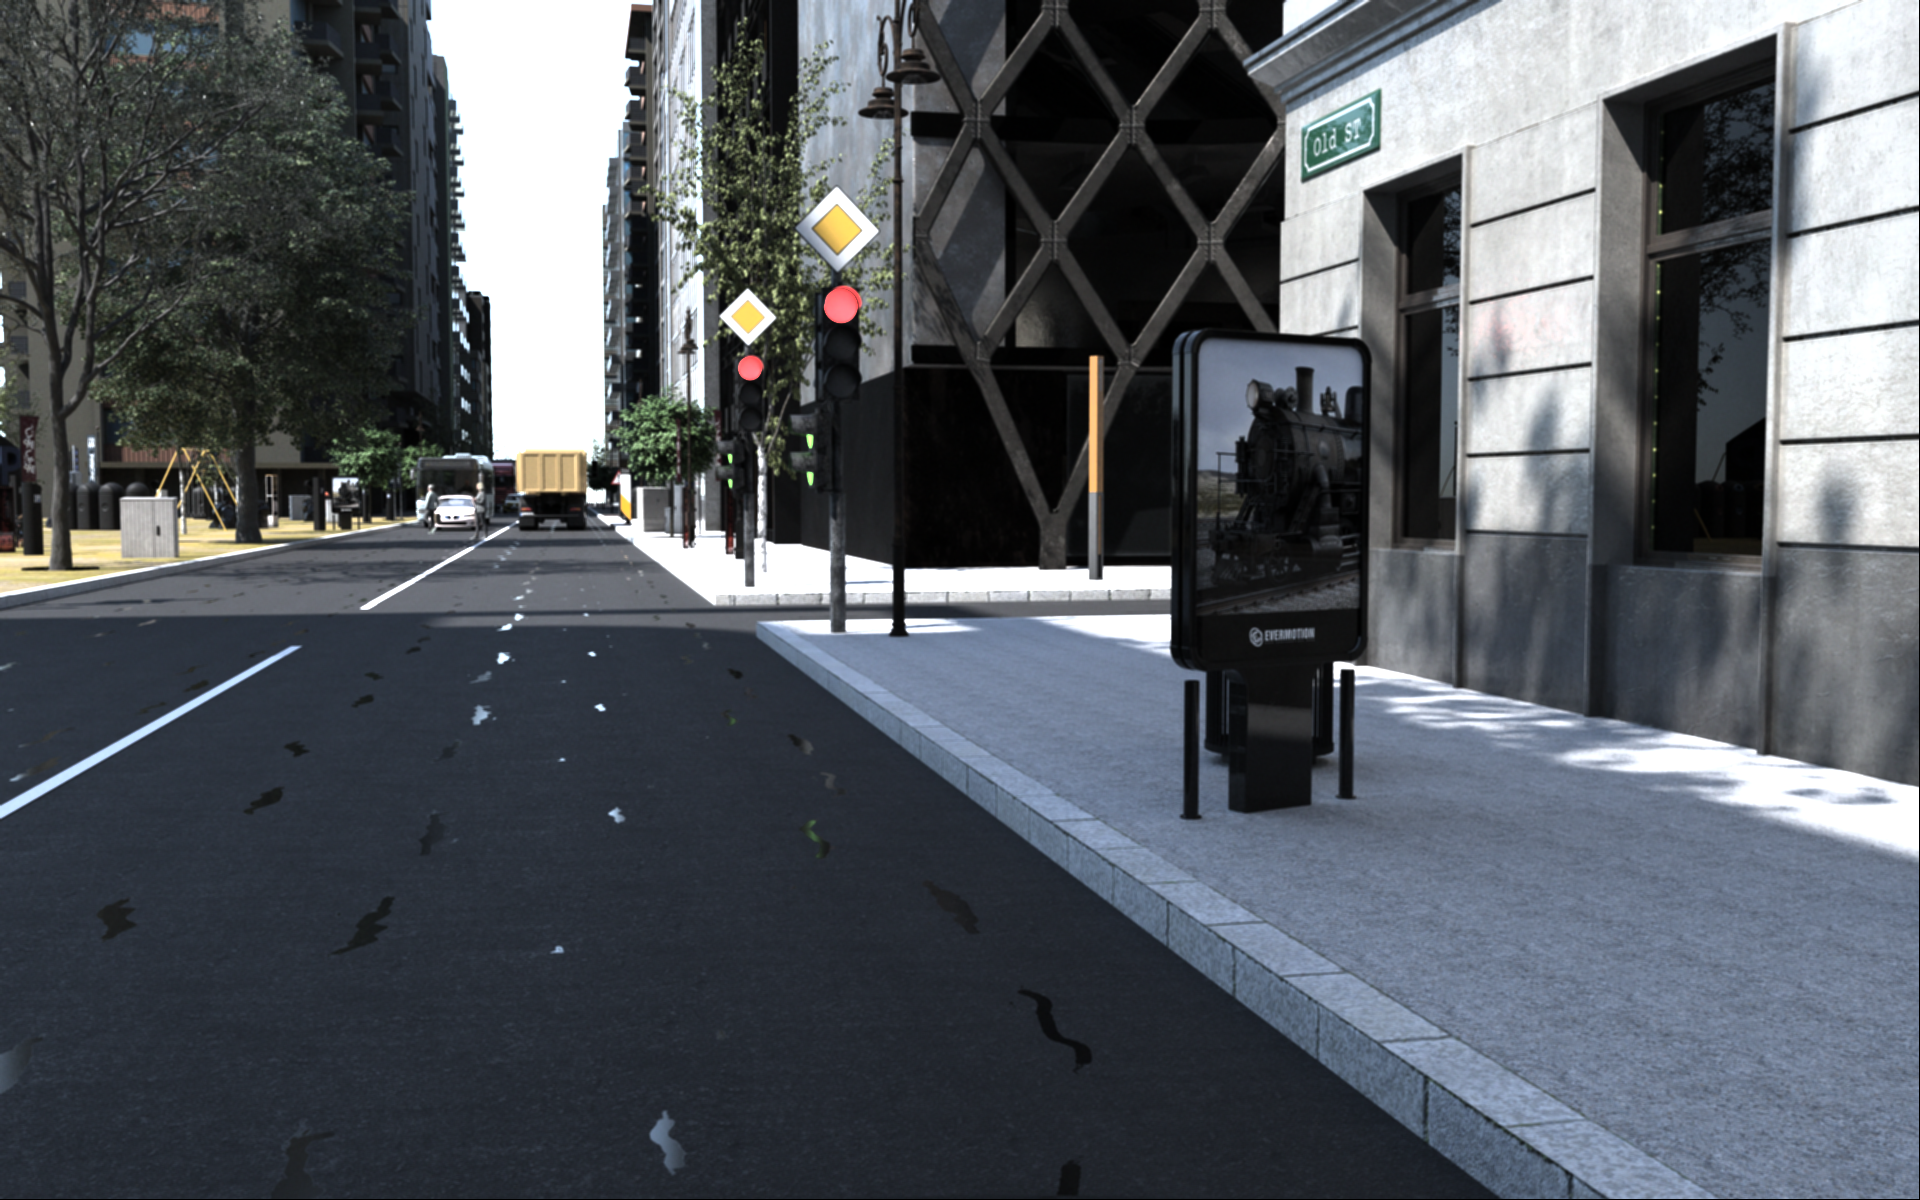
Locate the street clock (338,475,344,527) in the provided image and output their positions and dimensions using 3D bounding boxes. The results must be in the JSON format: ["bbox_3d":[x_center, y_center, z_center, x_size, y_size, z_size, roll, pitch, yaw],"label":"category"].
[{"bbox_3d":[-23.903,-3.813,66.906,0.471,2.002,0.358,1,4,23],"label":"street clock"}]

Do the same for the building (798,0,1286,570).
[{"bbox_3d":[6.038,-10.327,36.292,16.811,18.784,16.820,-1,4,-13],"label":"building"}]

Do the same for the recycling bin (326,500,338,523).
[{"bbox_3d":[-28.106,-3.995,77.872,0.722,1.027,0.722,-1,4,-17],"label":"recycling bin"}]

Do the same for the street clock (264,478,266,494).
[{"bbox_3d":[-30.049,-4.328,75.336,0.358,2.002,0.471,0,4,6],"label":"street clock"}]

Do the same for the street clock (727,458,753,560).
[{"bbox_3d":[-4.309,-1.795,33.918,0.471,2.002,0.358,0,4,3],"label":"street clock"}]

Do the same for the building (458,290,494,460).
[{"bbox_3d":[-72.596,-28.706,241.050,14.160,30.474,14.107,-1,4,-13],"label":"building"}]

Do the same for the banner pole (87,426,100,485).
[{"bbox_3d":[-32.114,-4.544,64.313,0.863,3.779,0.401,2,4,29],"label":"banner pole"}]

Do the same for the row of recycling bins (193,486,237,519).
[{"bbox_3d":[-38.460,-5.057,89.795,1.069,1.692,3.534,1,4,14],"label":"row of recycling bins"}]

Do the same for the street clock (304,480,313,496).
[{"bbox_3d":[-34.316,-5.304,91.287,0.358,2.002,0.471,1,4,19],"label":"street clock"}]

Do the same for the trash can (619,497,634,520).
[{"bbox_3d":[-16.258,-4.458,84.547,0.748,1.137,0.748,0,3,0],"label":"trash can"}]

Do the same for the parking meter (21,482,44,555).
[{"bbox_3d":[-19.531,-1.716,36.470,0.372,1.533,0.369,0,3,0],"label":"parking meter"}]

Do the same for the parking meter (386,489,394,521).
[{"bbox_3d":[-27.627,-4.618,83.912,0.372,1.533,0.369,0,3,0],"label":"parking meter"}]

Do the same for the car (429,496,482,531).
[{"bbox_3d":[-20.107,-3.469,69.084,2.083,1.381,4.827,-1,4,-13],"label":"car"}]

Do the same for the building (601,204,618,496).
[{"bbox_3d":[-43.804,-34.471,247.190,14.154,41.232,14.086,-1,4,-13],"label":"building"}]

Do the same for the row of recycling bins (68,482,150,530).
[{"bbox_3d":[-30.585,-3.346,61.825,3.534,1.692,1.069,1,4,10],"label":"row of recycling bins"}]

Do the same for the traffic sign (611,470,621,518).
[{"bbox_3d":[-18.644,-5.794,94.740,0.884,2.594,0.081,0,4,-5],"label":"traffic sign"}]

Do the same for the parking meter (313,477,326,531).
[{"bbox_3d":[-22.442,-3.362,60.676,0.255,1.863,0.399,1,4,14],"label":"parking meter"}]

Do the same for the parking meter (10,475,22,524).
[{"bbox_3d":[-29.345,-2.953,53.992,0.255,1.863,0.399,1,4,17],"label":"parking meter"}]

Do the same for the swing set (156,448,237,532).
[{"bbox_3d":[-26.567,-3.832,60.270,2.862,2.851,3.119,0,4,-7],"label":"swing set"}]

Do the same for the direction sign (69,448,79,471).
[{"bbox_3d":[-44.175,-5.752,86.046,0.876,3.537,0.379,1,4,9],"label":"direction sign"}]

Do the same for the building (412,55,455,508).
[{"bbox_3d":[-53.316,-28.857,155.412,14.154,41.232,14.086,-1,4,-13],"label":"building"}]

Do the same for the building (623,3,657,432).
[{"bbox_3d":[-18.973,-30.755,157.475,22.147,44.769,28.867,-1,4,-13],"label":"building"}]

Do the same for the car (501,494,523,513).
[{"bbox_3d":[-33.281,-7.298,129.539,2.015,1.641,3.980,-1,4,-13],"label":"car"}]

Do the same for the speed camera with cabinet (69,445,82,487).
[{"bbox_3d":[-36.027,-4.693,71.060,0.660,3.252,2.038,1,4,8],"label":"speed camera with cabinet"}]

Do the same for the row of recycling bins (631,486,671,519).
[{"bbox_3d":[-15.658,-4.921,87.567,1.069,1.692,3.534,-2,4,-35],"label":"row of recycling bins"}]

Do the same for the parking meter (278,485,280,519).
[{"bbox_3d":[-35.743,-5.180,90.410,0.255,1.863,0.399,3,5,39],"label":"parking meter"}]

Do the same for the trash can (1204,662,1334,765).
[{"bbox_3d":[1.482,0.206,8.284,0.748,1.137,0.748,0,3,0],"label":"trash can"}]

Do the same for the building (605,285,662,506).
[{"bbox_3d":[-24.732,-31.104,200.433,32.217,40.220,23.993,-1,4,-13],"label":"building"}]

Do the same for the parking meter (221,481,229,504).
[{"bbox_3d":[-33.544,-4.486,79.061,0.255,1.863,0.399,-2,4,-33],"label":"parking meter"}]

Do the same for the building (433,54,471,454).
[{"bbox_3d":[-65.829,-34.864,189.635,23.786,49.044,30.456,-1,4,-13],"label":"building"}]

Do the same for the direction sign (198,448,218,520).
[{"bbox_3d":[-36.700,-5.664,84.606,0.876,3.537,0.379,-1,4,-8],"label":"direction sign"}]

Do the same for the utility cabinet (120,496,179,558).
[{"bbox_3d":[-16.289,-1.446,34.808,1.020,1.237,0.306,-1,4,-10],"label":"utility cabinet"}]

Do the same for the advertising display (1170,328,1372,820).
[{"bbox_3d":[1.270,-0.111,7.032,0.974,1.923,0.123,-2,4,-32],"label":"advertising display"}]

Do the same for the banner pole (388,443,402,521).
[{"bbox_3d":[-27.517,-5.779,84.508,0.863,3.779,0.401,-2,4,-32],"label":"banner pole"}]

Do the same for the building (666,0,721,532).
[{"bbox_3d":[-5.065,-15.382,69.525,12.078,24.808,19.932,-1,4,-13],"label":"building"}]

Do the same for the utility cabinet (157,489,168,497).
[{"bbox_3d":[-37.781,-4.489,82.077,0.318,1.500,1.173,-2,4,-34],"label":"utility cabinet"}]

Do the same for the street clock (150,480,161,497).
[{"bbox_3d":[-42.366,-5.300,91.224,0.471,2.002,0.358,1,4,13],"label":"street clock"}]

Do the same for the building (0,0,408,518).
[{"bbox_3d":[-46.305,-27.606,105.990,22.147,44.769,28.867,-1,4,-13],"label":"building"}]

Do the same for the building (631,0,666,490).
[{"bbox_3d":[-14.840,-42.449,132.285,20.563,71.187,20.611,-1,4,-13],"label":"building"}]

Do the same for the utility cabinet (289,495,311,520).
[{"bbox_3d":[-32.516,-4.539,85.377,0.306,1.237,1.020,3,5,40],"label":"utility cabinet"}]

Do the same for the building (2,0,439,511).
[{"bbox_3d":[-54.946,-33.236,132.653,28.713,52.752,27.495,-1,4,-13],"label":"building"}]

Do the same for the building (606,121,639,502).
[{"bbox_3d":[-34.491,-37.077,225.820,23.786,49.044,30.456,-1,4,-13],"label":"building"}]

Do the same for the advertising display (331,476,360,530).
[{"bbox_3d":[-22.025,-3.480,62.112,0.974,1.923,0.123,-1,4,-13],"label":"advertising display"}]

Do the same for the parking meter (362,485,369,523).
[{"bbox_3d":[-26.791,-4.433,78.188,0.255,1.863,0.399,-3,5,-41],"label":"parking meter"}]

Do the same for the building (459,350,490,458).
[{"bbox_3d":[-74.353,-22.867,218.921,27.650,21.520,28.899,-1,4,-13],"label":"building"}]

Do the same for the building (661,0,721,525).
[{"bbox_3d":[-8.602,-16.581,89.125,12.078,24.808,19.932,-1,4,-13],"label":"building"}]

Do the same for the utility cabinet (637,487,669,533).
[{"bbox_3d":[-10.133,-2.969,57.224,0.318,1.500,1.173,2,4,35],"label":"utility cabinet"}]
